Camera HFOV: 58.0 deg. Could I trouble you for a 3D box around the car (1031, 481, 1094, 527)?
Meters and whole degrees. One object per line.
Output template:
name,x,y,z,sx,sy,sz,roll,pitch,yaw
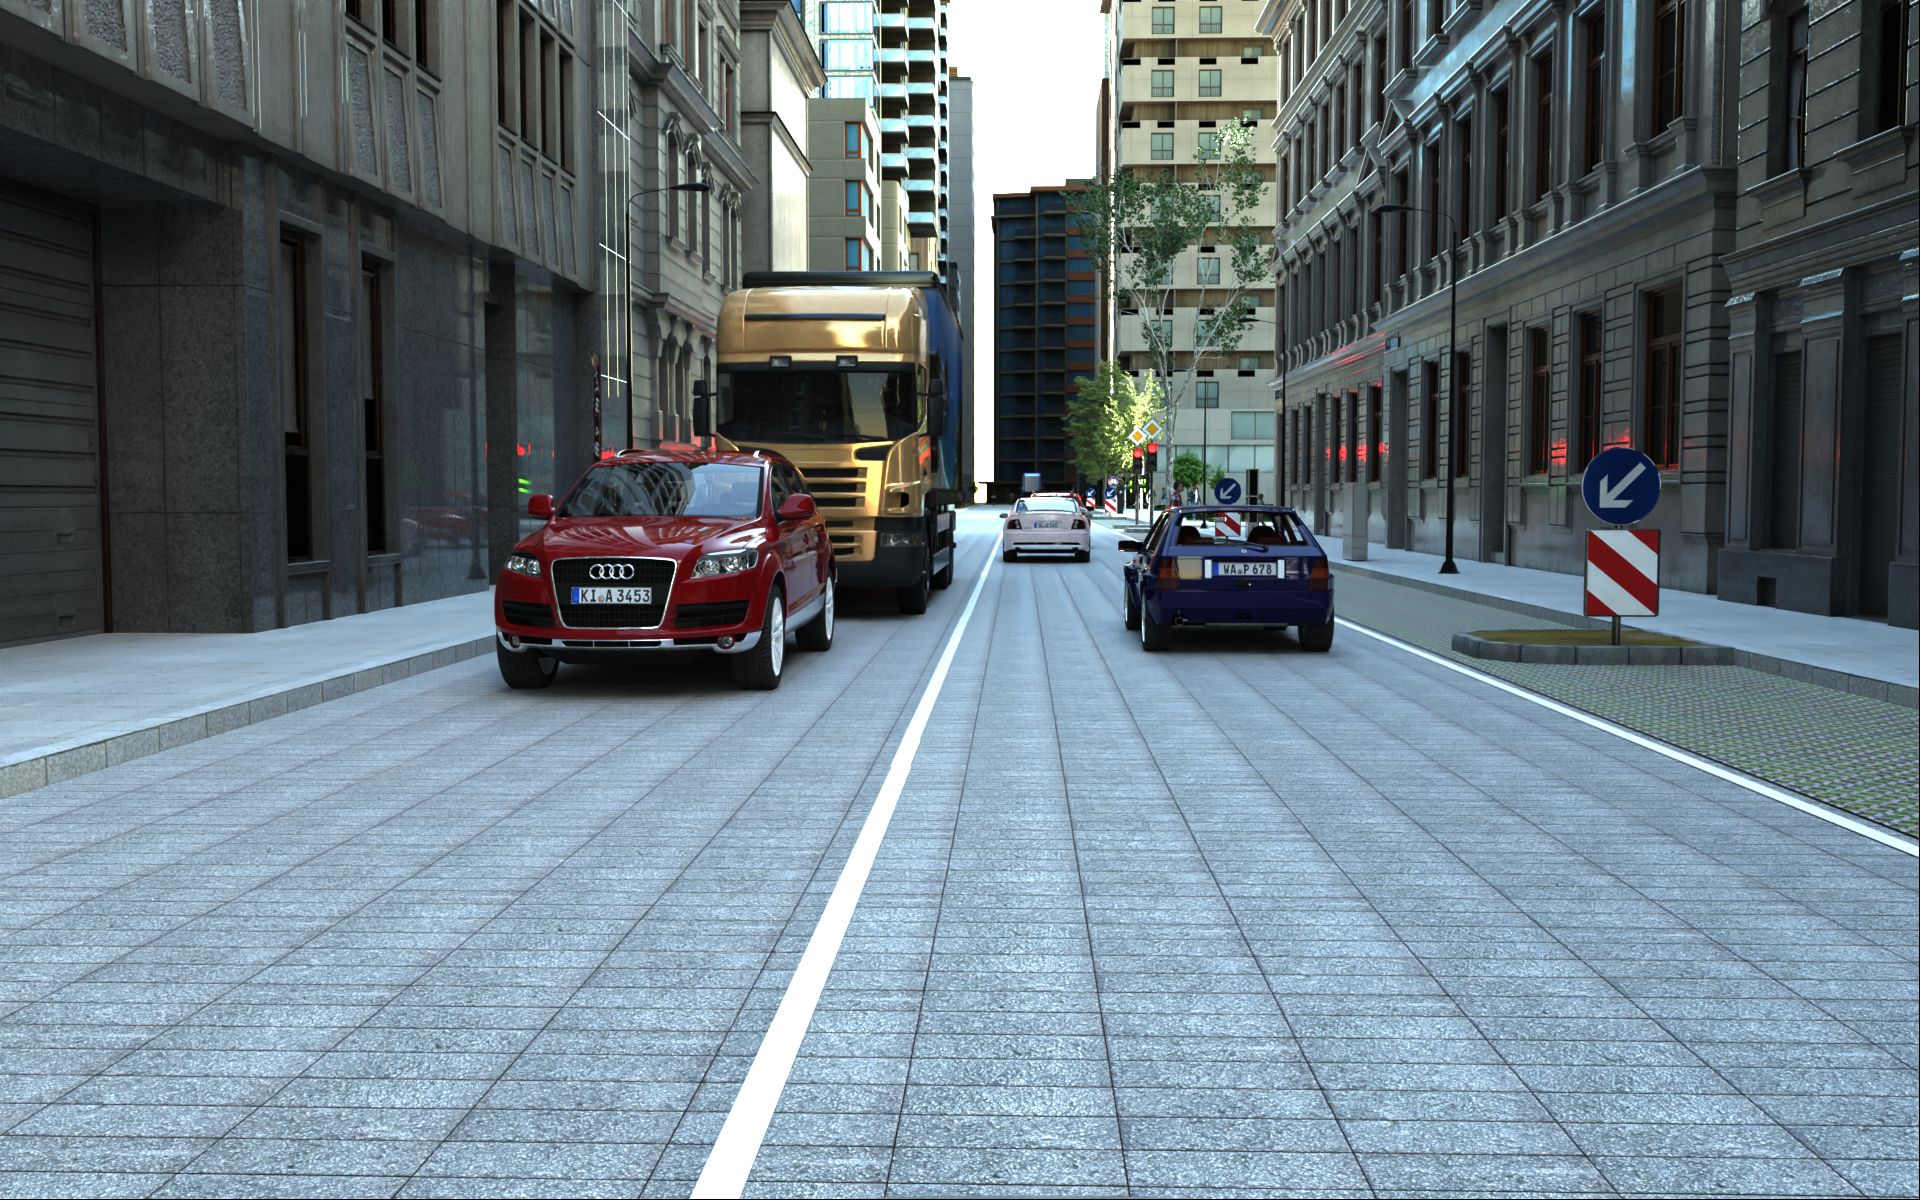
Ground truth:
car,2.554,-2.295,46.571,2.155,1.783,4.494,0,4,2

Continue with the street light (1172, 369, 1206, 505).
street light,8.555,-5.614,64.334,1.470,5.913,1.316,0,4,2

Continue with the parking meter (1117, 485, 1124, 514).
parking meter,10.302,-6.468,111.464,0.399,1.863,0.255,-1,4,-10

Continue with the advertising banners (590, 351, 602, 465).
advertising banners,-4.518,-1.598,22.315,0.090,3.025,2.074,0,4,0

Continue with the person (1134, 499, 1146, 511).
person,13.545,-7.288,130.692,1.012,1.151,0.738,0,4,0

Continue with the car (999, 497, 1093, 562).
car,1.886,-1.561,37.892,2.083,1.381,4.827,0,4,3

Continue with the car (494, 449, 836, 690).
car,-2.258,-0.350,14.402,2.281,1.827,5.304,0,4,3

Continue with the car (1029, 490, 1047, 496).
car,8.445,-10.678,183.262,2.281,1.827,5.304,0,4,3

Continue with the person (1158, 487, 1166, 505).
person,16.342,-8.134,139.023,0.794,1.824,0.713,-2,4,-34

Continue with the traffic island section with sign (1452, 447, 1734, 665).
traffic island section with sign,5.483,-0.411,15.355,1.989,1.847,2.006,0,4,2

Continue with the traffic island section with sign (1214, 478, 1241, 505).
traffic island section with sign,6.430,-2.096,42.892,1.989,1.847,2.006,0,4,2

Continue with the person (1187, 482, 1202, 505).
person,11.028,-4.583,80.952,0.794,1.824,0.713,-1,4,-14

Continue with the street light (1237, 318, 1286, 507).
street light,7.997,-4.476,45.722,1.470,5.913,1.316,0,4,2

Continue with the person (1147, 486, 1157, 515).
person,11.604,-6.007,104.441,0.661,1.801,0.590,1,4,21

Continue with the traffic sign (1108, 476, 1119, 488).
traffic sign,10.841,-7.483,122.453,0.768,2.556,0.104,0,4,4

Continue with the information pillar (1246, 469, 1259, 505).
information pillar,8.517,-2.815,50.522,0.304,2.012,0.304,0,4,-6

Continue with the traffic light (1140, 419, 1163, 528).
traffic light,7.130,-4.626,64.553,0.839,4.253,0.868,0,4,2

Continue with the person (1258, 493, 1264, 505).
person,9.675,-2.777,55.716,0.640,1.303,0.475,0,4,-1

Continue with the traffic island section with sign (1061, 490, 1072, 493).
traffic island section with sign,11.897,-11.843,202.257,1.989,1.847,2.006,0,4,2

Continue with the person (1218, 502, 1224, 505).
person,10.310,-3.601,67.920,0.362,1.759,0.519,1,4,15

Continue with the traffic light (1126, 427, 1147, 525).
traffic light,7.404,-5.114,72.533,0.839,4.253,0.868,0,4,2

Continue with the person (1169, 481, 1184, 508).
person,4.774,-1.790,38.597,0.643,1.720,0.563,1,4,13

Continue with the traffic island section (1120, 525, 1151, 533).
traffic island section,7.170,-2.592,64.665,2.009,0.180,2.903,0,4,2

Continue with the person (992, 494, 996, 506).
person,3.978,-11.915,206.504,0.628,1.438,0.799,-2,4,-24

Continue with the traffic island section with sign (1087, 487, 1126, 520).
traffic island section with sign,8.290,-5.419,97.233,1.989,1.847,2.006,0,4,2

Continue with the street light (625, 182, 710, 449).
street light,-4.430,-3.269,25.997,1.470,5.913,1.316,0,4,2

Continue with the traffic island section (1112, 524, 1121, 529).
traffic island section,7.444,-3.080,72.646,2.009,0.180,2.903,0,4,2

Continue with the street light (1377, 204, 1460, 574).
street light,7.377,-3.385,27.887,1.470,5.913,1.316,0,4,2

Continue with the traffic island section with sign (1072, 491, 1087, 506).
traffic island section with sign,9.228,-7.070,124.219,1.989,1.847,2.006,0,4,2

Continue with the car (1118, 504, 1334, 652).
car,2.567,-0.278,17.123,1.945,1.354,3.894,0,4,2
